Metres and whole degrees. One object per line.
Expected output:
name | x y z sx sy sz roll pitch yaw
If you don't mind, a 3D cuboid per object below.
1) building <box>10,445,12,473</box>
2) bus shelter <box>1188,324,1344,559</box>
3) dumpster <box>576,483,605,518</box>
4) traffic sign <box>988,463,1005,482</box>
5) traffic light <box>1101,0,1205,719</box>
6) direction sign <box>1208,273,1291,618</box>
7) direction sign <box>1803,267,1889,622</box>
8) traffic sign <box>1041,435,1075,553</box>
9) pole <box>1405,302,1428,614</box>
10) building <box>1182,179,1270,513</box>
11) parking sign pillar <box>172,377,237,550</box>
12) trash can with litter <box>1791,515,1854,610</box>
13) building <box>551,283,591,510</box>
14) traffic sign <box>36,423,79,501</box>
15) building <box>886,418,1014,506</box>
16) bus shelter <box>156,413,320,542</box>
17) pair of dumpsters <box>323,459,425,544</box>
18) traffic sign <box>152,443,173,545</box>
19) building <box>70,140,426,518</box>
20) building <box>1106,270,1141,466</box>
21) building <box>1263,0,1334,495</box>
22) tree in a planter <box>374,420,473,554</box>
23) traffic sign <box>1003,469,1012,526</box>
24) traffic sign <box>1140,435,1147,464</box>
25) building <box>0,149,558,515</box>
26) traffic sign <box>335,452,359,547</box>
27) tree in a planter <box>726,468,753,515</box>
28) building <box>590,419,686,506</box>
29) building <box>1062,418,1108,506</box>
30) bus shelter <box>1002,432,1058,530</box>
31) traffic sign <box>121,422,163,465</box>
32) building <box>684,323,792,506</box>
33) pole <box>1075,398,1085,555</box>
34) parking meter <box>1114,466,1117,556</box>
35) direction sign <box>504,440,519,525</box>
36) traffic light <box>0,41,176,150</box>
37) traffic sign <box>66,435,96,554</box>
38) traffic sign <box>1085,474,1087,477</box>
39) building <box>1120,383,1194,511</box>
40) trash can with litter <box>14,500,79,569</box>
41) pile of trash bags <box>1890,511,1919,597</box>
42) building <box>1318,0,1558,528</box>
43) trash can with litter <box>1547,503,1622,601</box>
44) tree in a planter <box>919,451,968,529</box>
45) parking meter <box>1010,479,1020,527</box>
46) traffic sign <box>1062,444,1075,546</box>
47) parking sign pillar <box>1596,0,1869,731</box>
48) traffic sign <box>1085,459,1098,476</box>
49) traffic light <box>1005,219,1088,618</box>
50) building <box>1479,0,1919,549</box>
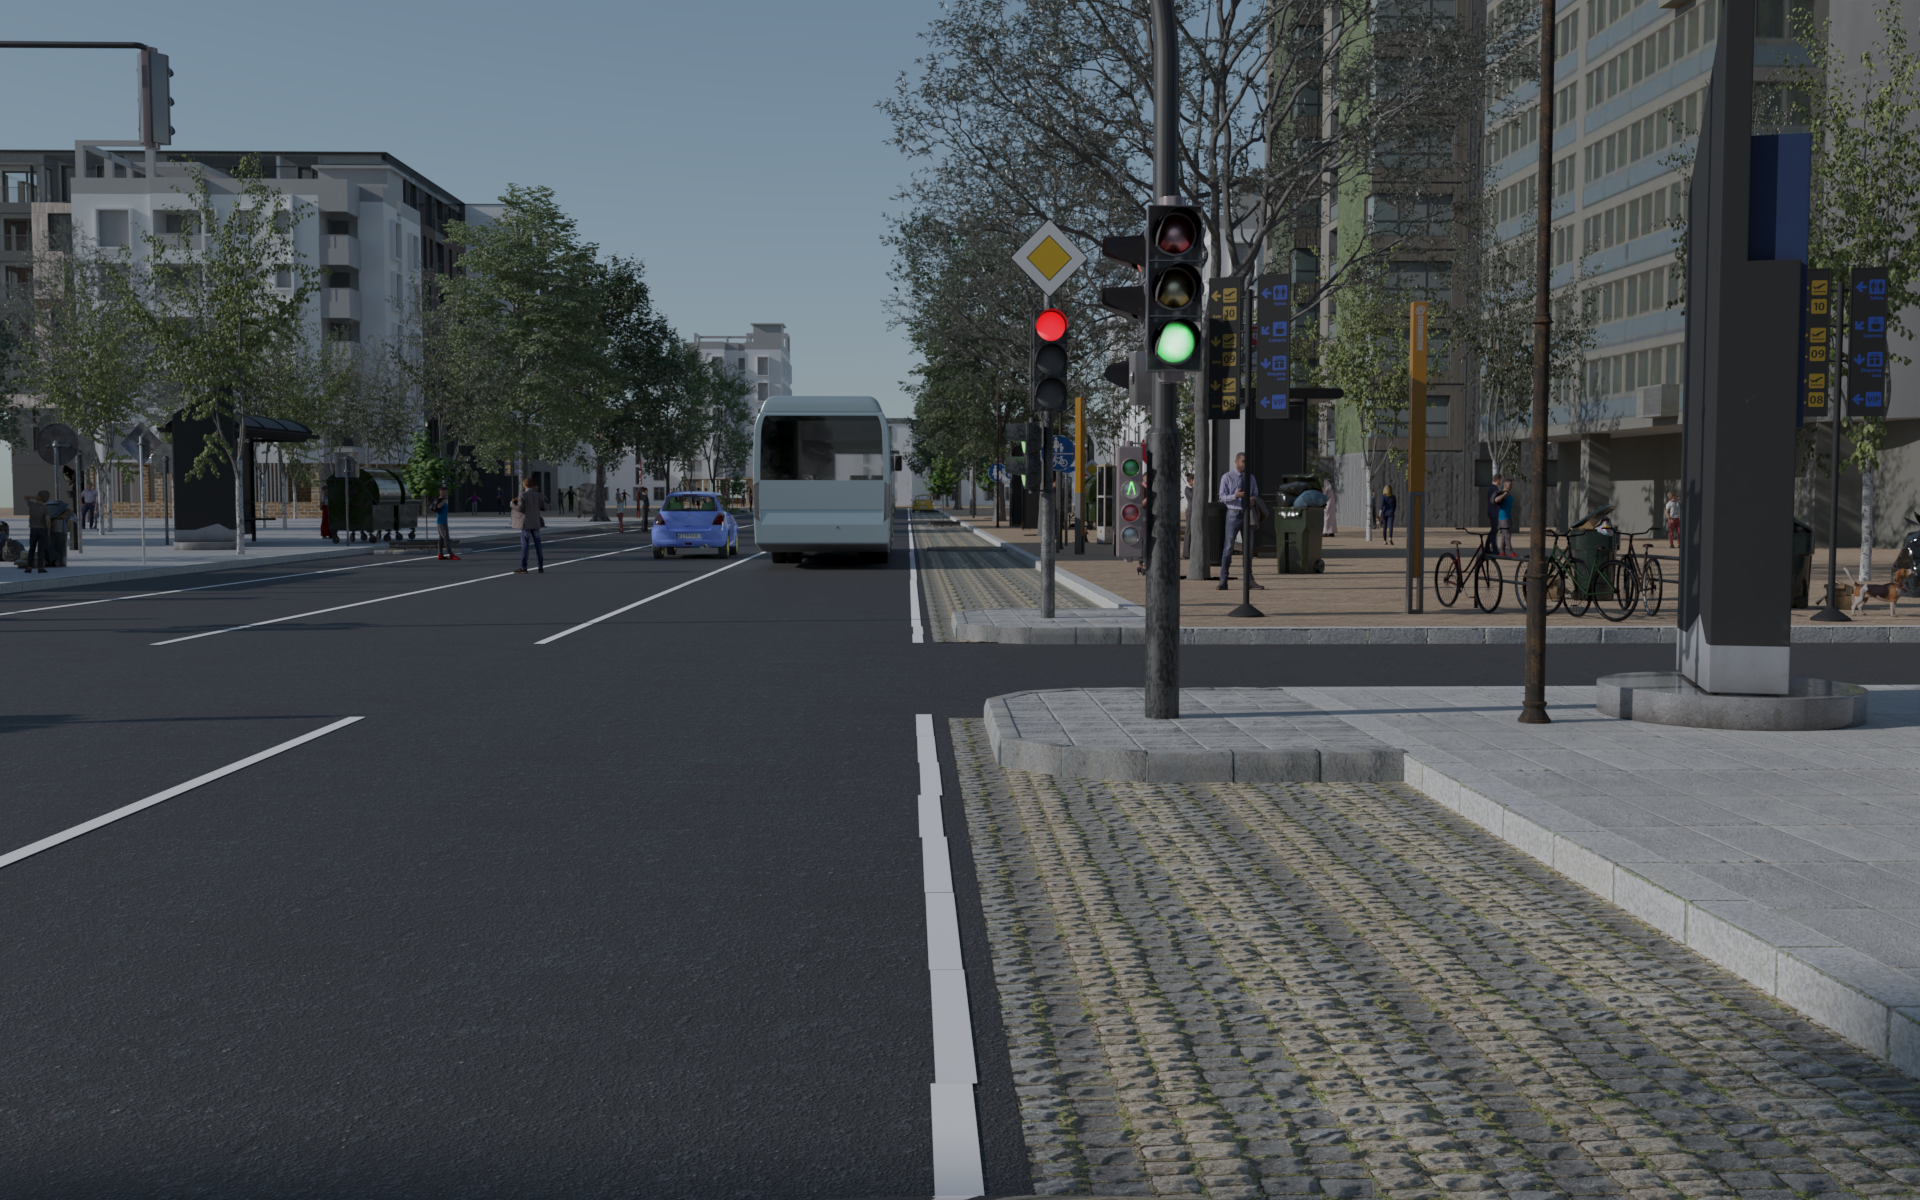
building | -70.357 -17.686 145.587 11.380 20.091 16.016 0 4 -2
bus shelter | 6.388 -3.719 38.436 2.179 5.291 8.768 0 4 -2
dumpster | -19.638 -5.277 92.040 1.264 1.857 1.865 0 4 -2
traffic sign | 1.551 -4.356 71.327 0.768 2.556 0.104 0 4 8
traffic light | -0.953 -2.140 9.665 4.771 5.953 1.251 0 4 -2
direction sign | 2.999 -1.593 18.046 0.876 3.537 0.379 2 4 28
direction sign | 8.822 -1.556 17.442 0.876 3.537 0.379 1 4 9
traffic sign | 2.122 -2.285 37.469 0.768 2.556 0.104 0 4 1
pole | 4.874 -1.507 18.484 0.158 3.312 0.155 0 3 0
building | 22.446 -15.498 109.819 16.016 20.091 11.380 0 4 -2
parking sign pillar | -17.435 -3.153 40.021 1.447 3.967 1.447 -1 4 -13
trash can with litter | 9.576 -0.494 19.472 1.055 1.170 0.624 2 4 26
building | -48.393 -17.044 145.132 31.486 18.905 16.747 0 4 -2
traffic sign | -16.178 -1.893 31.065 0.768 2.556 0.104 0 4 -1
building | -5.526 -15.507 195.679 28.070 9.664 9.099 0 4 -2
bus shelter | -18.233 -3.071 44.134 2.014 3.302 5.546 0 4 -2
pair of dumpsters | -15.796 -2.706 46.736 1.574 2.255 4.437 0 4 -2
traffic sign | -19.937 -2.653 43.482 0.768 2.556 0.104 0 4 8
building | -39.201 -14.758 97.711 16.016 20.091 11.380 0 4 -2
building | 20.930 -17.946 149.837 16.016 20.091 11.380 0 4 -2
building | 22.159 -19.255 86.527 14.160 30.474 14.107 0 4 -2
tree in a planter | -12.994 -2.746 42.116 1.991 3.239 1.994 0 4 -2
traffic sign | 1.996 -4.101 69.188 0.606 2.300 0.079 0 4 4
traffic sign | 4.000 -2.130 34.935 0.768 2.556 0.104 0 4 5
building | -45.171 -16.861 119.654 27.936 21.610 32.646 0 4 -2
traffic sign | -14.932 -2.451 42.197 0.606 2.300 0.079 0 4 6
tree in a planter | -15.334 -7.463 119.236 1.991 3.239 1.994 0 4 -2
building | -44.949 -15.414 194.171 28.070 9.664 9.099 0 4 -2
building | 22.548 -15.524 195.969 28.070 9.664 9.099 0 4 -2
bus shelter | 2.617 -4.483 64.579 1.731 3.624 6.357 0 4 -2
traffic sign | -14.906 -1.947 31.567 0.795 2.593 0.064 0 4 5
building | -25.342 -20.895 198.049 11.380 20.091 16.016 0 4 -2
pole | 2.545 -2.623 36.729 0.158 3.312 0.155 0 3 0
parking meter | 3.358 -1.852 35.990 0.255 1.863 0.399 1 4 18
direction sign | -18.737 -4.928 72.576 0.876 3.537 0.379 2 4 30
traffic light | -10.434 -2.621 17.527 4.771 5.953 1.251 0 4 -2
traffic sign | -18.983 -2.275 37.308 0.768 2.556 0.104 0 4 5
traffic sign | 5.651 -4.497 73.635 0.768 2.556 0.104 0 4 2
building | 18.230 -11.495 130.090 9.099 9.664 28.070 0 4 -2
trash can with litter | -15.907 -1.146 30.122 0.624 1.170 1.055 0 4 8
pile of trash bags | 13.372 -0.692 21.069 3.447 1.369 1.912 1 4 11
building | 22.277 -23.734 71.642 14.154 41.232 14.086 0 4 -2
trash can with litter | 7.429 -0.586 20.970 1.055 1.170 0.624 3 4 37
tree in a planter | -0.691 -4.530 71.288 1.991 3.239 1.994 0 4 -2
parking meter | 2.181 -3.826 68.263 0.255 1.863 0.399 -3 5 -41
traffic sign | 2.621 -2.603 42.659 0.768 2.556 0.104 0 4 6
parking sign pillar | 4.470 -1.314 9.960 1.447 3.967 1.447 1 4 15
traffic sign | 4.911 -3.949 64.304 0.795 2.593 0.064 0 4 5
traffic light | 0.892 -1.769 17.851 0.839 4.253 0.868 0 4 -2
building | 29.106 -21.715 46.928 23.993 40.220 32.217 0 4 -2
